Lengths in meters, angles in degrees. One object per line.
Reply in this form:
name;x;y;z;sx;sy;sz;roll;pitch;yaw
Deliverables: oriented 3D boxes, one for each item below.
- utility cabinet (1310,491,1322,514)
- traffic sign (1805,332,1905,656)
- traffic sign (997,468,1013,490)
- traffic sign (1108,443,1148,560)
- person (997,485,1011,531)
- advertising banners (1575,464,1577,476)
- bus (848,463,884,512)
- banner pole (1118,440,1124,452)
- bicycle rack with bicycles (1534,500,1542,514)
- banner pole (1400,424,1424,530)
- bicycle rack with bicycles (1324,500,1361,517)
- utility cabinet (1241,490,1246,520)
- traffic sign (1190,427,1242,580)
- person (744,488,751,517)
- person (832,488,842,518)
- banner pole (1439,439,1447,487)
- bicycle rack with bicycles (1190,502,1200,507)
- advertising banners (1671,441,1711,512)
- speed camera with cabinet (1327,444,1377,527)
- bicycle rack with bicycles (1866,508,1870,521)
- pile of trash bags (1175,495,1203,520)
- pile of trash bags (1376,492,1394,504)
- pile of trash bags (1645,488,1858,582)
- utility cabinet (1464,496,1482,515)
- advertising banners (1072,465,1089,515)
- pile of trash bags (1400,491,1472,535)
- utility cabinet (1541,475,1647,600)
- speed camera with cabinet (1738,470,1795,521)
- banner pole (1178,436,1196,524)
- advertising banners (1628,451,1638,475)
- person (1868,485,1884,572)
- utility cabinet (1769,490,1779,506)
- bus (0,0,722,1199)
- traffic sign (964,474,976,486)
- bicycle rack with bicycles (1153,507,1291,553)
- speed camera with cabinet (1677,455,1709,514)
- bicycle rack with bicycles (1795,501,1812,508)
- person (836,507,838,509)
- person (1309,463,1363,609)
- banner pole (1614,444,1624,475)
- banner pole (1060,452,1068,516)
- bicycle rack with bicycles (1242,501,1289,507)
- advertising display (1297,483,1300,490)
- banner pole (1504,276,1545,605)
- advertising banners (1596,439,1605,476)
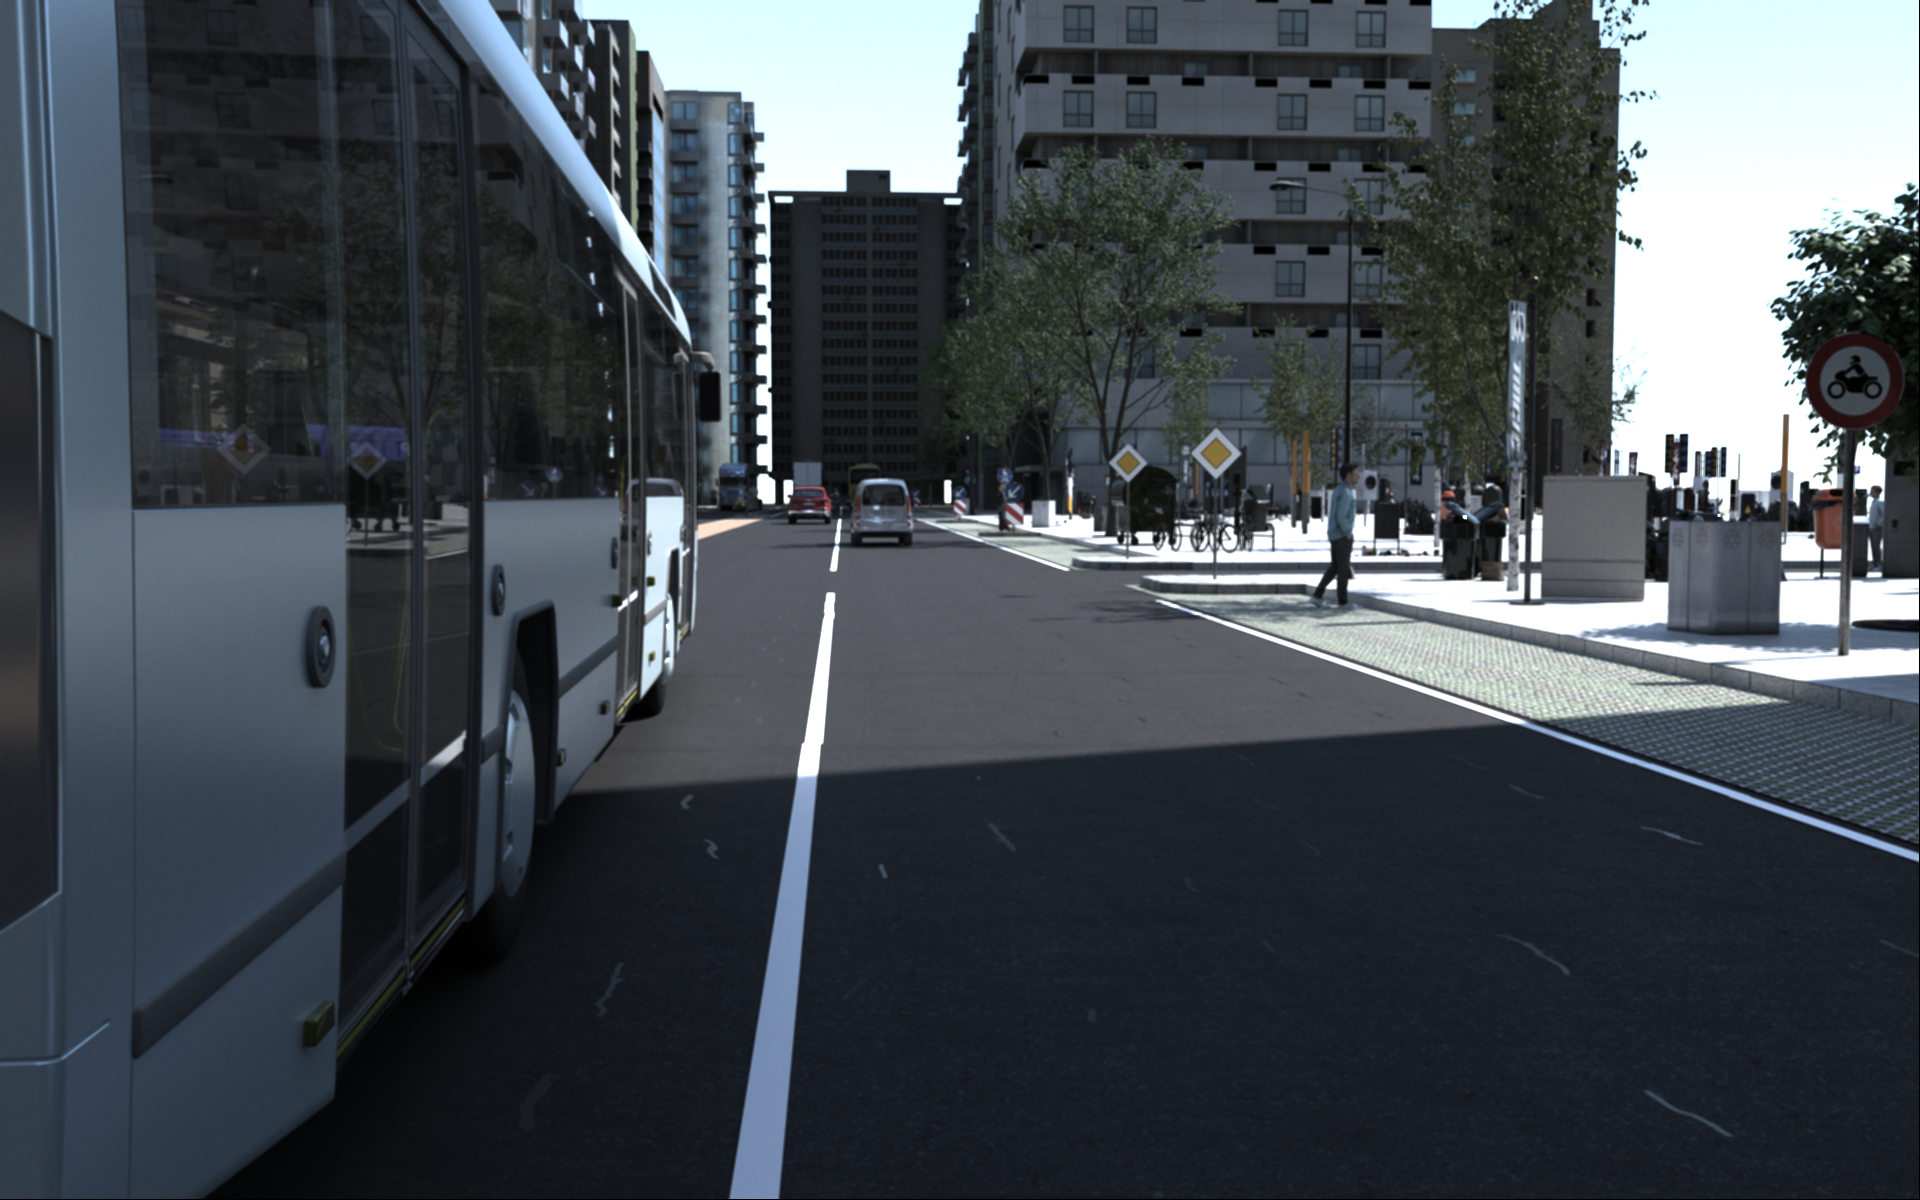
utility cabinet;22.055;-6.060;107.752;0.318;1.500;1.173;-2;4;-26
traffic sign;7.029;-0.831;13.701;0.768;2.556;0.104;0;4;2
traffic sign;2.236;-5.249;85.932;0.768;2.556;0.104;0;4;1
traffic sign;3.280;-1.850;33.883;0.795;2.450;0.064;0;4;-4
person;1.568;-3.286;62.647;0.534;1.772;0.576;-1;4;-13
advertising banners;31.850;-5.692;89.251;0.090;3.025;2.074;1;4;12
bus;-7.508;-8.999;138.680;2.896;3.916;12.252;0;4;-2
banner pole;7.530;-5.574;81.145;0.401;3.779;0.863;-1;4;-14
bicycle rack with bicycles;36.456;-5.826;108.635;2.852;0.926;2.925;-2;4;-31
banner pole;16.098;-4.383;61.681;0.863;3.779;0.401;-1;4;-15
bicycle rack with bicycles;20.670;-5.139;97.404;2.852;0.926;2.925;-3;4;-37
utility cabinet;14.234;-4.663;84.926;0.318;1.500;1.173;-2;4;-26
traffic sign;3.818;-1.362;25.916;0.795;2.450;0.064;0;4;-4
person;-12.900;-5.921;105.589;0.573;1.790;0.520;-3;5;-43
person;-7.413;-5.867;104.601;0.661;1.801;0.590;-2;4;-28
banner pole;21.843;-5.405;78.387;0.401;3.779;0.863;-1;4;-12
bicycle rack with bicycles;9.909;-4.027;79.227;2.852;0.926;2.925;3;5;42
advertising banners;24.071;-3.728;57.143;0.090;3.025;2.074;-1;4;-12
speed camera with cabinet;15.284;-4.471;67.431;2.038;3.252;0.660;-2;4;-29
bicycle rack with bicycles;45.322;-4.332;84.215;2.852;0.926;2.925;2;4;33
pile of trash bags;11.458;-4.668;86.079;1.912;1.369;3.447;-3;5;-41
pile of trash bags;23.110;-5.043;92.204;1.912;1.369;3.447;0;4;2
pile of trash bags;11.745;-0.998;26.077;3.447;1.369;1.912;0;4;-3
utility cabinet;19.394;-3.326;65.540;0.306;1.237;1.020;0;4;-6
advertising banners;7.238;-6.653;104.969;0.090;3.025;2.074;3;4;37
pile of trash bags;15.021;-2.715;54.145;1.912;1.369;3.447;0;4;6
utility cabinet;7.659;-0.749;20.932;1.173;1.500;0.318;1;4;22
speed camera with cabinet;31.240;-4.452;67.127;0.660;3.252;2.038;-2;4;-29
banner pole;9.706;-5.219;75.351;0.863;3.779;0.401;-3;4;-36
advertising banners;27.233;-4.614;71.630;0.090;3.025;2.074;-2;4;-24
person;16.973;-1.333;32.098;0.330;1.601;0.589;1;4;14
utility cabinet;48.801;-5.861;104.502;0.318;1.500;1.173;-2;4;-29
bus;-2.884;-0.825;8.341;2.948;3.499;13.247;0;4;-5
traffic sign;0.636;-6.614;108.247;0.768;2.556;0.104;0;4;4
bicycle rack with bicycles;5.807;-1.558;38.855;2.852;0.926;2.925;-1;4;-10
speed camera with cabinet;37.306;-5.734;88.094;2.038;3.252;0.660;-3;4;-36
bicycle rack with bicycles;54.454;-5.840;108.863;2.925;0.926;2.852;-2;4;-32
person;-12.110;-9.747;168.394;0.750;1.759;0.617;3;5;43
person;4.688;-0.798;21.568;0.620;1.820;0.660;0;4;-4
banner pole;32.967;-5.914;86.706;0.863;3.779;0.401;-2;4;-30
banner pole;6.302;-6.882;102.543;0.863;3.779;0.401;-3;5;-40
bicycle rack with bicycles;14.201;-4.215;82.292;2.925;0.926;2.852;-1;4;-19
advertising display;18.904;-5.611;96.957;0.123;1.923;0.974;1;4;16
banner pole;6.441;-1.825;19.859;0.401;3.779;0.863;3;5;42
advertising banners;20.519;-3.583;54.766;0.090;3.025;2.074;0;4;4
